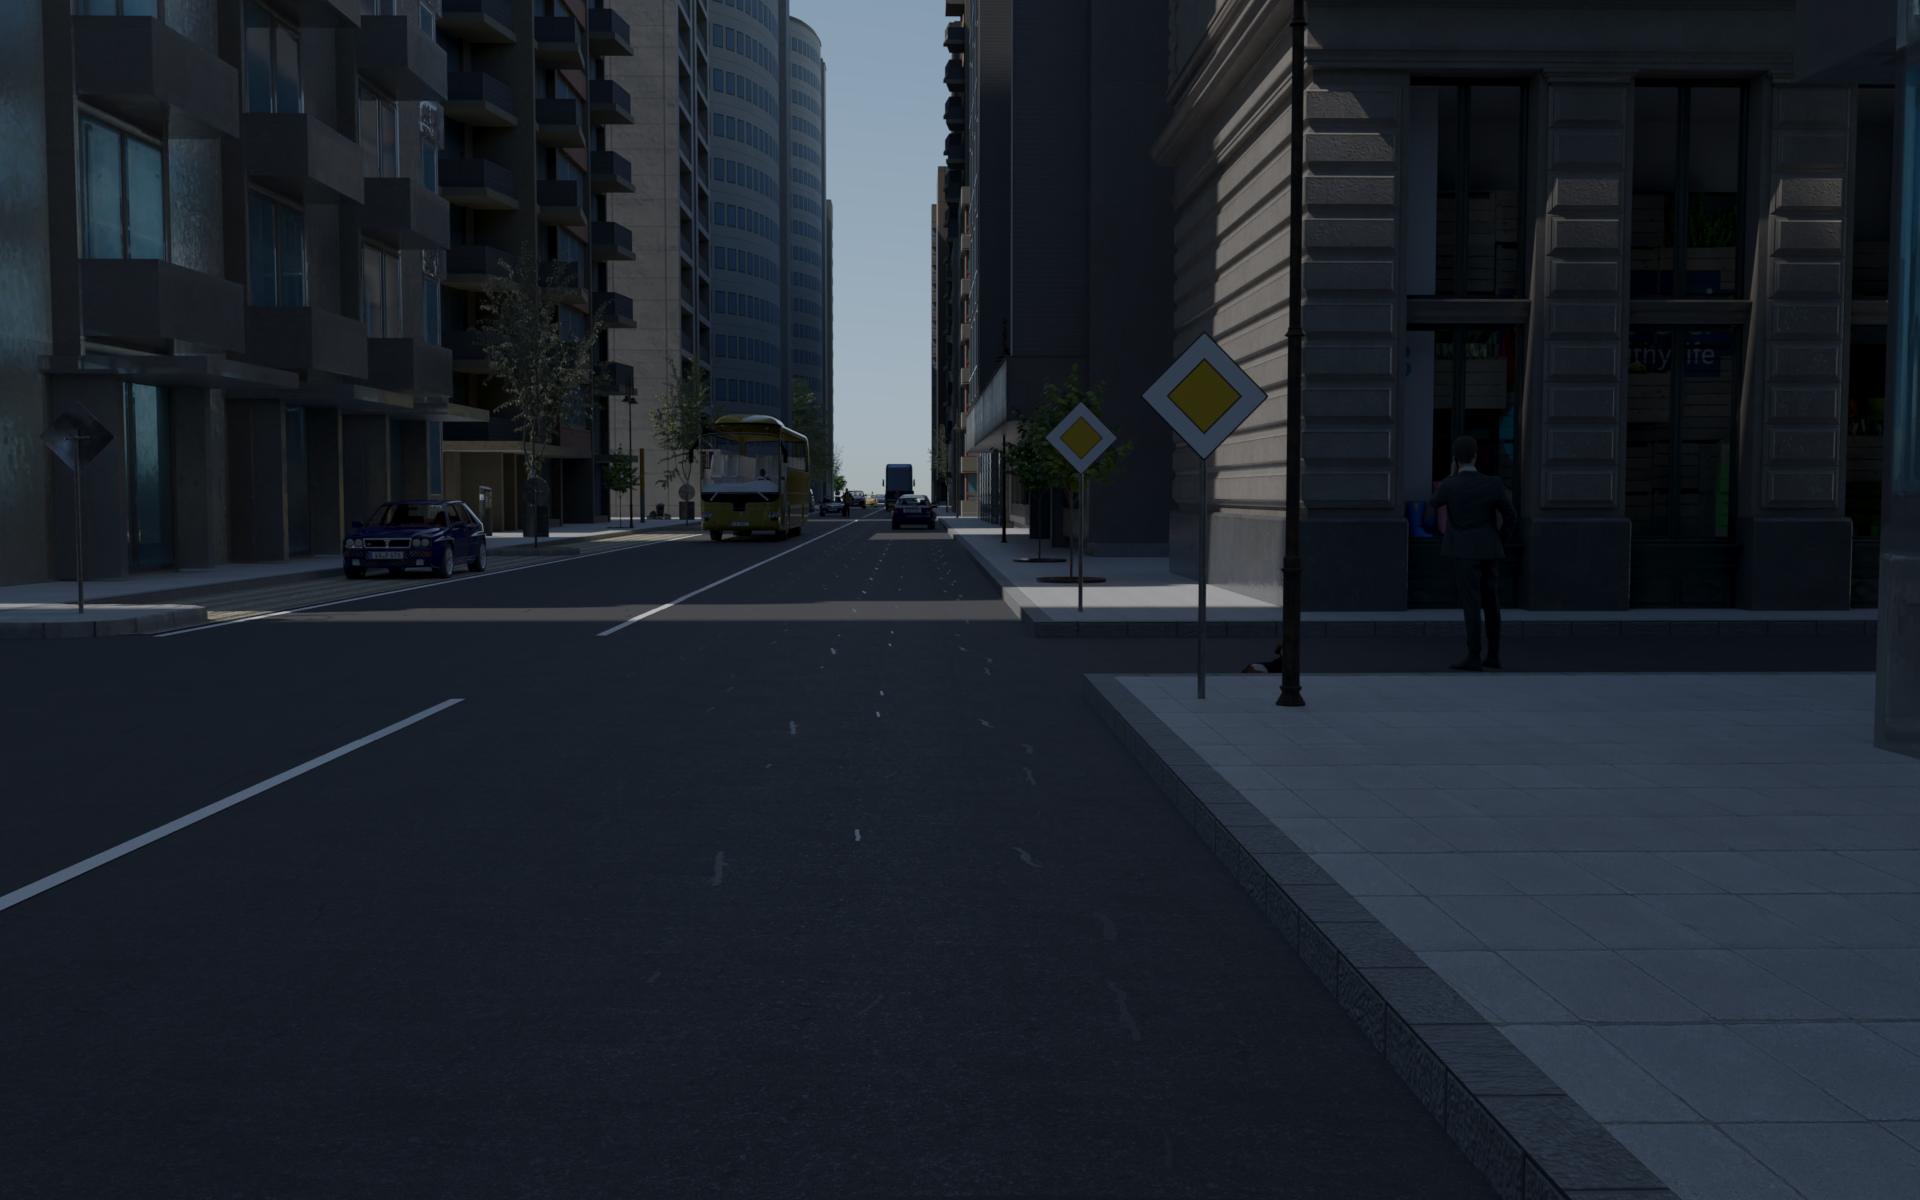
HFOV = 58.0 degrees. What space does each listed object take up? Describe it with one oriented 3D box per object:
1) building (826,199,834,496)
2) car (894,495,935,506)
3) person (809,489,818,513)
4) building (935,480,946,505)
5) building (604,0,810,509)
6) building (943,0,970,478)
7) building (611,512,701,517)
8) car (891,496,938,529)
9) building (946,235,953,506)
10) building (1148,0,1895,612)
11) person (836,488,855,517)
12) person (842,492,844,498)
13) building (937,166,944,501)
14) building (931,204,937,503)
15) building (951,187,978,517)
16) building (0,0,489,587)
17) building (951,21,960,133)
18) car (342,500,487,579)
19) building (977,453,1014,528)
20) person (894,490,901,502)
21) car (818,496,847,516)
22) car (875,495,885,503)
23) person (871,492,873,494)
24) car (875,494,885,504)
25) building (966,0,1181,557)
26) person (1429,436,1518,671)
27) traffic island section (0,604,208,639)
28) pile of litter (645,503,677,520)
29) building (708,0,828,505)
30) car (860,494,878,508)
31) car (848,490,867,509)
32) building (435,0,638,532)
[{"bbox_3d":[-24.396,-33.627,233.399,14.154,41.232,14.086,0,4,-1],"label":"building"},{"bbox_3d":[-2.181,-4.363,83.331,2.014,1.417,4.499,0,4,-1],"label":"car"},{"bbox_3d":[-11.327,-7.436,130.077,1.348,1.824,0.705,0,4,4],"label":"person"},{"bbox_3d":[12.930,-31.801,211.819,32.217,40.220,23.993,0,4,-1],"label":"building"},{"bbox_3d":[-26.865,-45.755,186.342,20.563,71.187,20.611,0,4,-1],"label":"building"},{"bbox_3d":[9.794,-29.741,140.885,22.147,44.769,28.867,0,4,-1],"label":"building"},{"bbox_3d":[-23.541,-40.646,102.812,20.563,71.187,20.611,0,4,-1],"label":"building"},{"bbox_3d":[-1.911,-3.620,71.775,1.945,1.354,3.894,0,4,0],"label":"car"},{"bbox_3d":[5.474,-25.736,192.488,14.160,30.474,14.107,0,4,-1],"label":"building"},{"bbox_3d":[12.785,-11.883,23.163,19.941,23.489,11.050,0,4,-1],"label":"building"},{"bbox_3d":[-6.996,-6.007,106.810,1.348,1.812,0.705,2,4,27],"label":"person"},{"bbox_3d":[-13.265,-11.488,197.253,0.530,1.710,0.541,2,4,31],"label":"person"},{"bbox_3d":[3.879,-35.513,230.749,14.600,45.320,14.200,0,4,-1],"label":"building"},{"bbox_3d":[2.916,-34.400,246.028,14.154,41.232,14.086,0,4,-1],"label":"building"},{"bbox_3d":[13.558,-16.352,112.391,27.650,21.520,28.899,0,4,-1],"label":"building"},{"bbox_3d":[-22.980,-25.201,31.653,23.786,49.044,30.456,0,4,-1],"label":"building"},{"bbox_3d":[6.191,-31.344,162.581,14.600,45.320,14.200,0,4,-1],"label":"building"},{"bbox_3d":[-9.517,-1.088,30.370,1.945,1.354,3.894,0,4,-3],"label":"car"},{"bbox_3d":[6.680,-18.446,79.083,11.434,29.767,29.804,0,4,-1],"label":"building"},{"bbox_3d":[-4.750,-7.606,133.389,0.617,1.759,0.750,-1,4,-18],"label":"person"},{"bbox_3d":[-8.229,-6.125,112.728,1.945,1.354,3.894,0,4,-2],"label":"car"},{"bbox_3d":[-10.843,-13.703,236.407,2.083,1.381,4.827,0,4,-3],"label":"car"},{"bbox_3d":[-10.792,-12.586,214.994,0.721,1.735,1.217,-3,4,-36],"label":"person"},{"bbox_3d":[-11.486,-14.428,247.689,2.131,1.459,4.920,0,4,-2],"label":"car"},{"bbox_3d":[7.713,-14.086,49.379,14.314,24.678,30.058,0,4,-1],"label":"building"},{"bbox_3d":[4.176,-0.386,14.174,0.648,1.900,0.474,-1,4,-16],"label":"person"},{"bbox_3d":[-9.457,0.225,18.596,2.009,0.180,2.903,0,4,-1],"label":"traffic island section"},{"bbox_3d":[-15.020,-4.478,87.181,1.719,0.858,1.176,0,4,-3],"label":"pile of litter"},{"bbox_3d":[-27.509,-40.958,211.660,21.231,58.520,28.212,0,4,-1],"label":"building"},{"bbox_3d":[-9.492,-10.395,180.184,2.015,1.641,3.980,0,3,0],"label":"car"},{"bbox_3d":[-10.069,-9.678,166.912,2.281,1.827,5.304,0,4,-2],"label":"car"},{"bbox_3d":[-25.378,-25.364,69.326,22.147,44.769,28.867,0,4,-1],"label":"building"}]
